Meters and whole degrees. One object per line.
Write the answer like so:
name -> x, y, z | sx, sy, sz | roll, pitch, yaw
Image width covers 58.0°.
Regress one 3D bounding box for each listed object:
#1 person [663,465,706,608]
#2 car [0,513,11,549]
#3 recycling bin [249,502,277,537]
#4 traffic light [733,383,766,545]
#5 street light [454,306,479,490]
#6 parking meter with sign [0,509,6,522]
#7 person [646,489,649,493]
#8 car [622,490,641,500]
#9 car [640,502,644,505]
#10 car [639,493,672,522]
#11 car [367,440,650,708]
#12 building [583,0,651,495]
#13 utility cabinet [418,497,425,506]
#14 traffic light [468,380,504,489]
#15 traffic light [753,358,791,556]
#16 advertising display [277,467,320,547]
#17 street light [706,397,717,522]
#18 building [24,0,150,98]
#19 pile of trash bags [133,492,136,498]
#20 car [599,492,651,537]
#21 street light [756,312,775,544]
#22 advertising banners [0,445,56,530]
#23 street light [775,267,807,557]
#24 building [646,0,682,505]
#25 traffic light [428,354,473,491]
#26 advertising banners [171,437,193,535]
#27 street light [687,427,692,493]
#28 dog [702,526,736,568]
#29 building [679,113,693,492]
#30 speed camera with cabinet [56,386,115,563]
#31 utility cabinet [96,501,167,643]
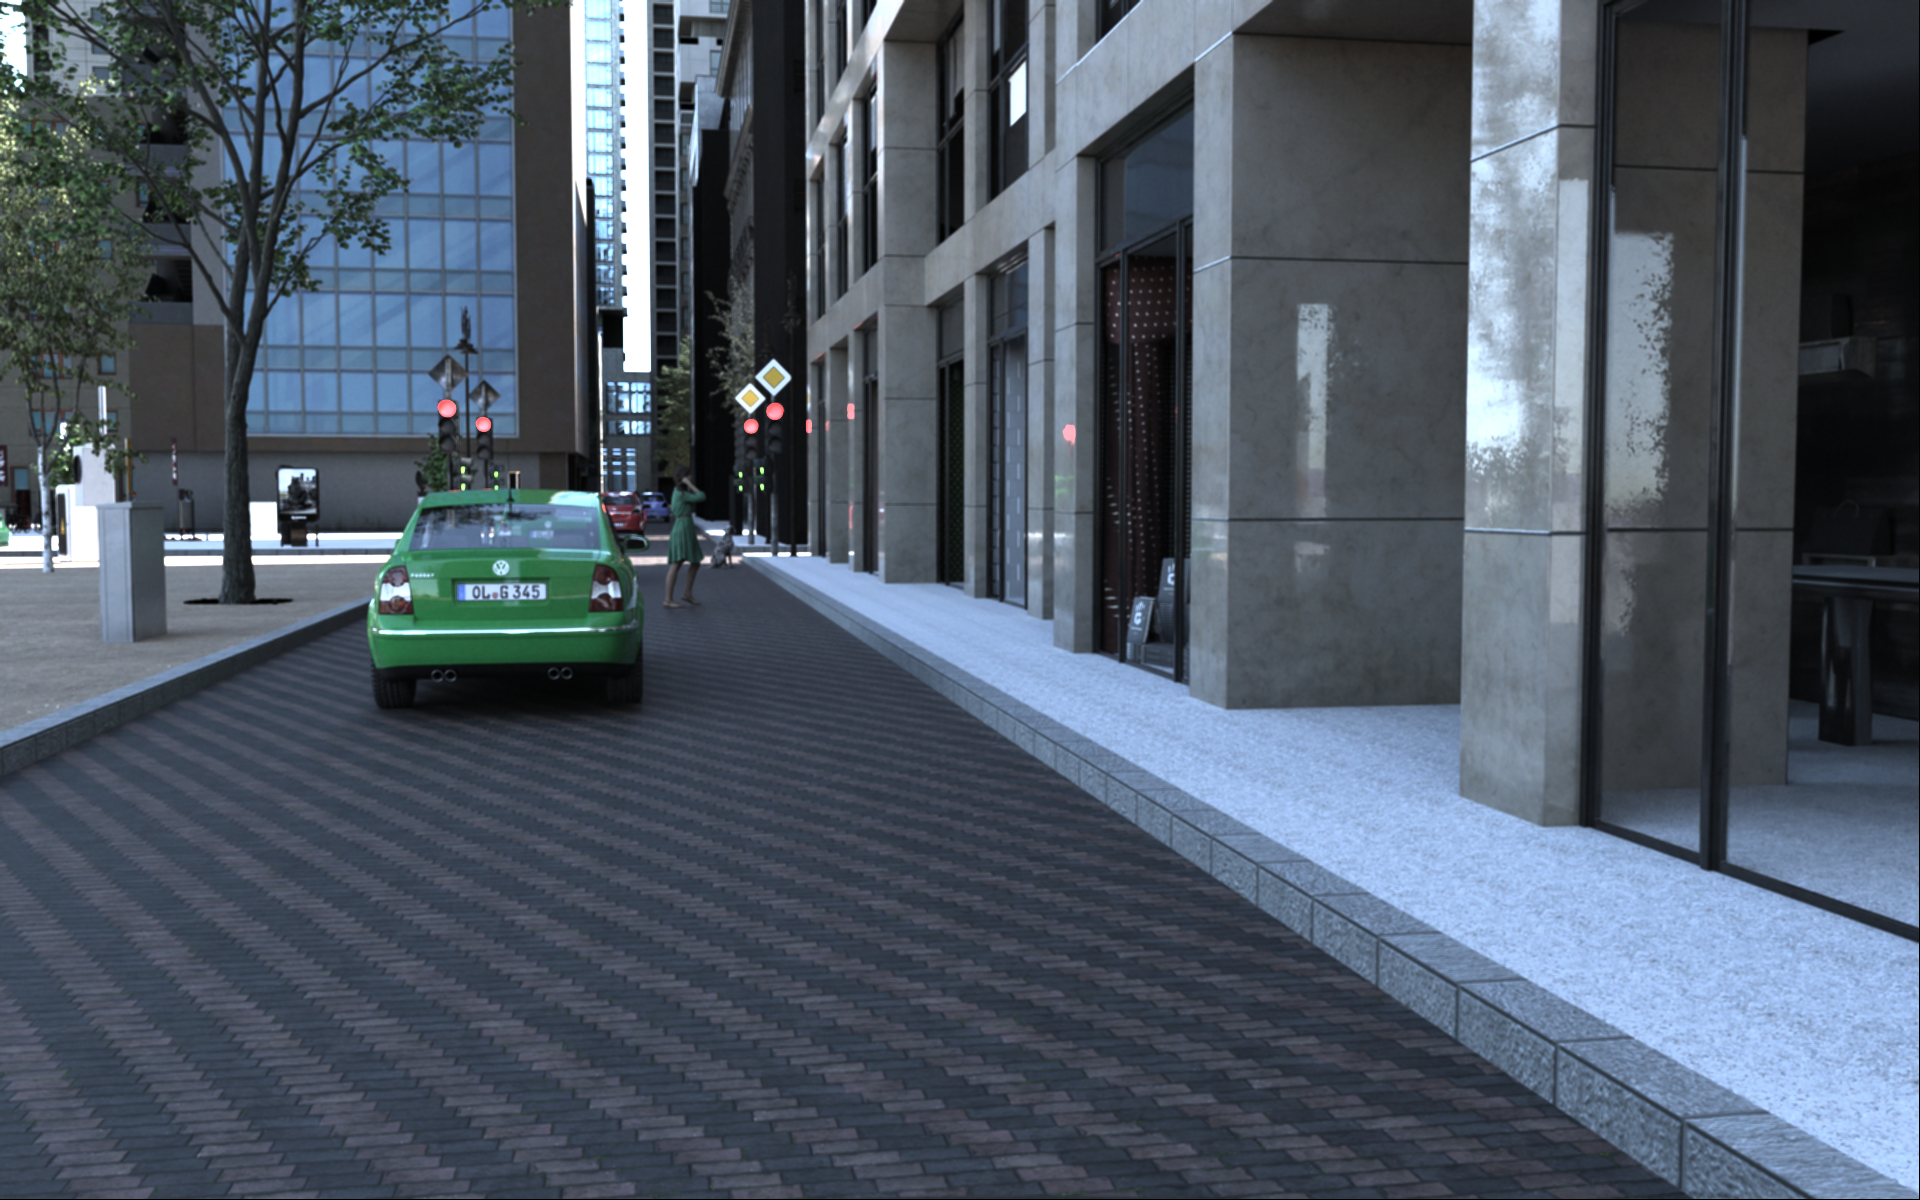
person -> -3.523, -0.806, 21.932 | 0.529, 1.795, 0.600 | -2, 4, -25
car -> -22.989, -1.533, 36.866 | 4.920, 1.459, 2.131 | -1, 4, -10
recycling bin -> -21.250, -2.457, 52.733 | 0.722, 1.027, 0.722 | -2, 4, -30
traffic light -> -5.313, -3.357, 43.813 | 0.839, 4.253, 0.868 | -1, 4, -10
street light -> -12.162, -4.282, 42.797 | 0.468, 5.910, 1.993 | -1, 4, -10
parking meter with sign -> -29.193, -3.393, 51.737 | 1.738, 3.016, 0.543 | 2, 4, 30
person -> -26.486, -8.462, 146.833 | 0.705, 1.826, 1.348 | 2, 4, 24
car -> -31.981, -9.740, 167.917 | 2.281, 1.827, 5.304 | -1, 4, -8
car -> -15.660, -4.162, 79.845 | 2.131, 1.459, 4.920 | -1, 4, -11
car -> -15.815, -4.864, 89.119 | 1.945, 1.707, 3.694 | -1, 4, -9
car -> -3.325, -0.262, 13.086 | 1.959, 1.807, 4.718 | -1, 4, -11
building -> -52.819, -54.589, 205.198 | 31.000, 86.520, 22.319 | -1, 4, -10
utility cabinet -> -13.521, -2.032, 44.385 | 0.306, 1.237, 1.020 | 1, 4, 9
traffic light -> -11.667, -3.285, 42.639 | 0.839, 4.253, 0.868 | -1, 4, -10
traffic light -> -3.876, -2.877, 35.958 | 0.839, 4.253, 0.868 | -1, 4, -10
advertising display -> -16.059, -2.253, 42.049 | 0.974, 1.923, 0.123 | 0, 4, 0
street light -> -11.559, -6.599, 80.684 | 0.468, 5.910, 1.993 | -1, 4, -10
building -> -92.807, -46.503, 198.569 | 20.611, 71.187, 20.563 | -1, 4, -10
pile of trash bags -> -36.493, -3.900, 73.521 | 3.447, 1.369, 1.912 | -3, 4, -37
car -> -10.795, -2.772, 54.367 | 2.155, 1.783, 4.494 | -1, 4, -10
street light -> -4.920, -4.372, 44.266 | 0.468, 5.910, 1.993 | -1, 4, -10
advertising banners -> -33.826, -4.061, 62.579 | 2.074, 3.025, 0.090 | -3, 5, -43
street light -> -3.423, -3.833, 35.454 | 0.468, 5.910, 1.993 | -1, 4, -10
building -> -27.401, -47.209, 210.116 | 20.611, 71.187, 20.563 | -1, 4, -10
traffic light -> -10.230, -2.805, 34.783 | 0.839, 4.253, 0.868 | -1, 4, -10
advertising banners -> -24.481, -3.566, 54.495 | 0.090, 3.025, 2.074 | -1, 4, -8
street light -> -18.284, -8.850, 117.482 | 0.468, 5.910, 1.993 | -1, 4, -10
dog -> -4.727, -1.027, 33.632 | 0.800, 0.831, 0.513 | -1, 4, -12
building -> -14.836, -22.268, 135.791 | 14.160, 30.474, 14.107 | -1, 4, -10
speed camera with cabinet -> -16.264, -2.314, 32.165 | 0.660, 3.252, 2.038 | -3, 5, -39
utility cabinet -> -7.357, -0.259, 15.393 | 0.306, 1.237, 1.020 | -1, 4, -10
